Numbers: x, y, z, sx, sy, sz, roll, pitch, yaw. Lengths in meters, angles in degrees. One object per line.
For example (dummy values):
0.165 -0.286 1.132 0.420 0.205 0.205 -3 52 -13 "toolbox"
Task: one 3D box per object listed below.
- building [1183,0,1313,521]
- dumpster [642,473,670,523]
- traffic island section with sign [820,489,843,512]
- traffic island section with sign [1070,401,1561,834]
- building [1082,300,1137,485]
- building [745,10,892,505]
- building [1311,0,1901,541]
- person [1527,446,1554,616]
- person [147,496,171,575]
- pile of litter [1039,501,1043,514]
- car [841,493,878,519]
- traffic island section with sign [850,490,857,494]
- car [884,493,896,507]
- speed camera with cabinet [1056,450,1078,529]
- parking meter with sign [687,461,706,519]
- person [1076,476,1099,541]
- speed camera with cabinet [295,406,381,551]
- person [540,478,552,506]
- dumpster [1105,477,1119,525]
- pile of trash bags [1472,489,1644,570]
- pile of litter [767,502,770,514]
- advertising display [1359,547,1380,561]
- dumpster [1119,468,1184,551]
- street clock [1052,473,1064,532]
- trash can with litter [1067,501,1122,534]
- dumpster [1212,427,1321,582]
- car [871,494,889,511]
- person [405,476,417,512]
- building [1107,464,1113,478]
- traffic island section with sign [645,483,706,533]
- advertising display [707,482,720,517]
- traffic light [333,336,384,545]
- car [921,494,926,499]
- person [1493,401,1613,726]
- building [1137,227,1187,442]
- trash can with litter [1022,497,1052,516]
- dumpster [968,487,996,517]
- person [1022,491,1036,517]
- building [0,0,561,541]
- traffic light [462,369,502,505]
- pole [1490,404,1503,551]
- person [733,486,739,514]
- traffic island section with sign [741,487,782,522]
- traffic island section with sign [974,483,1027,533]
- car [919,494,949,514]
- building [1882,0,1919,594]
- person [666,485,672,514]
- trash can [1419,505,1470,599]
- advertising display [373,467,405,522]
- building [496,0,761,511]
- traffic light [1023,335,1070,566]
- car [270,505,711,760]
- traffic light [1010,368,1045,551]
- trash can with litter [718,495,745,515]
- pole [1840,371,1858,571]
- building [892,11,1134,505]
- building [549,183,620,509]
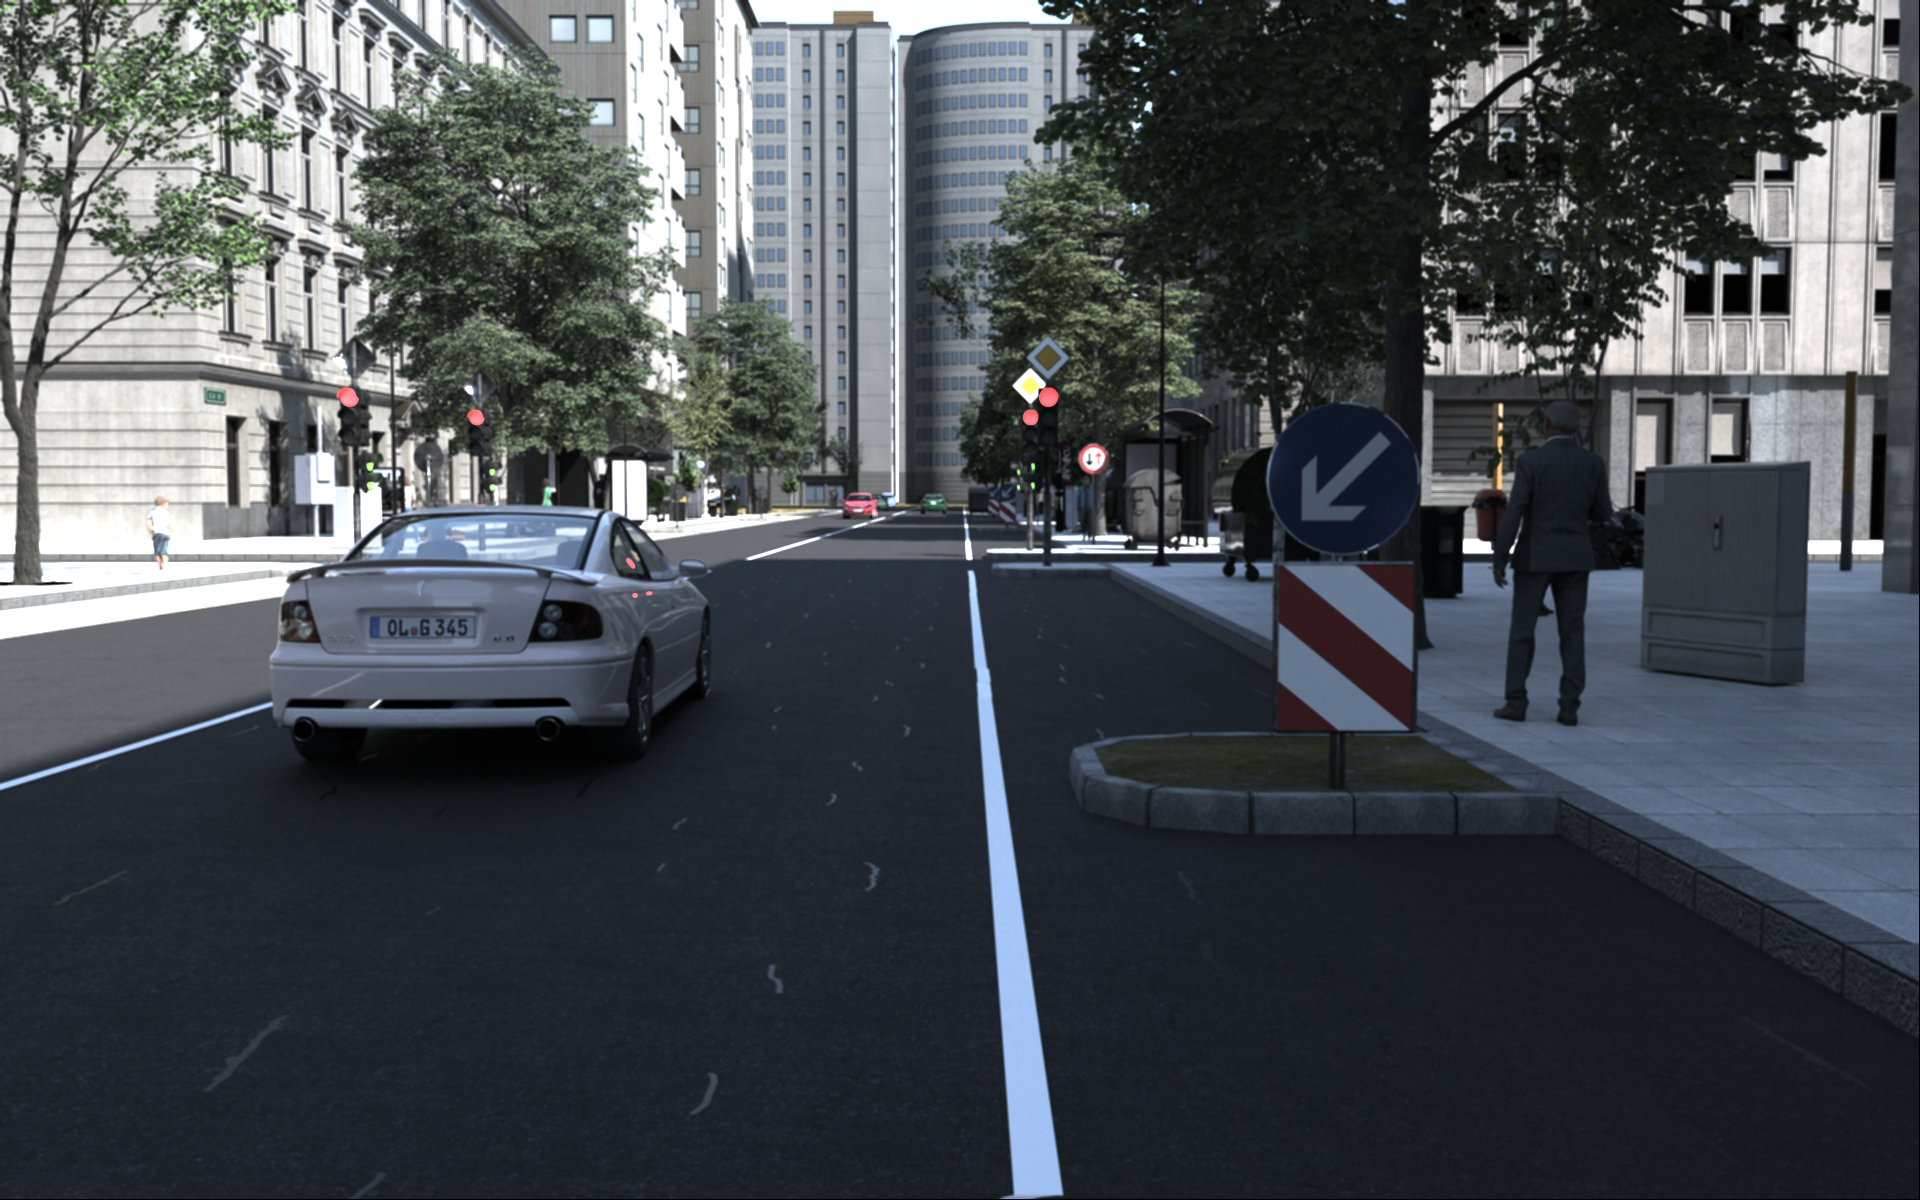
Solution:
18.163 -17.541 84.060 12.463 27.353 25.104 0 3 0 "building"
-13.919 -4.613 77.918 1.502 2.255 1.985 0 4 0 "dumpster"
-10.285 -8.076 140.666 1.989 1.847 2.006 0 3 0 "traffic island section with sign"
1.545 0.024 8.235 1.989 1.847 2.006 0 3 0 "traffic island section with sign"
26.509 -19.741 167.801 27.650 21.520 28.899 0 3 0 "building"
-22.120 -41.175 215.205 28.212 58.520 21.231 0 3 0 "building"
21.754 -14.308 51.950 19.932 24.808 12.078 0 3 0 "building"
6.168 -0.734 18.314 0.573 1.790 0.520 -1 4 -18 "person"
-12.655 -1.018 27.365 0.332 1.250 0.352 0 4 -5 "person"
5.052 -5.855 109.694 1.719 0.858 1.176 0 4 -7 "pile of litter"
-5.827 -5.612 100.799 2.155 1.783 4.494 0 4 0 "car"
-10.244 -9.732 167.749 1.989 1.847 2.006 0 3 0 "traffic island section with sign"
-7.948 -11.016 189.695 1.945 1.707 3.694 0 4 -1 "car"
4.020 -4.314 64.869 0.660 3.252 2.038 0 4 -3 "speed camera with cabinet"
-13.675 -5.712 89.658 0.543 3.016 1.738 1 4 10 "parking meter with sign"
3.470 -2.503 47.303 0.601 1.785 0.444 1 4 14 "person"
-14.313 -2.786 39.888 0.660 3.252 2.038 2 4 28 "speed camera with cabinet"
-13.632 -3.111 57.157 0.529 1.795 0.600 0 4 -6 "person"
5.202 -3.287 59.497 1.264 1.857 1.865 0 3 0 "dumpster"
10.629 -1.242 30.056 3.447 1.369 1.912 0 4 1 "pile of trash bags"
-12.907 -6.021 112.400 1.176 0.858 1.719 -1 4 -9 "pile of litter"
7.551 -1.604 31.442 0.123 1.923 0.974 -2 4 -23 "advertising display"
4.410 -2.066 39.530 1.264 1.857 1.865 0 3 0 "dumpster"
3.357 -3.306 58.623 0.471 2.002 0.358 -3 4 -36 "street clock"
4.551 -2.804 56.902 2.233 1.210 1.678 0 4 -3 "trash can with litter"
4.681 -1.441 26.051 1.502 2.255 1.985 0 3 0 "dumpster"
-6.985 -8.165 145.287 2.131 1.459 4.920 0 3 0 "car"
-14.463 -2.372 45.416 0.643 1.750 0.593 3 5 41 "person"
23.615 -50.302 135.107 22.319 86.520 31.000 0 3 0 "building"
-10.395 -3.357 63.511 1.989 1.847 2.006 0 3 0 "traffic island section with sign"
-13.583 -5.510 95.299 0.974 1.923 0.123 0 4 2 "advertising display"
-10.723 -2.561 30.788 0.839 4.253 0.868 0 3 0 "traffic light"
-2.717 -9.439 164.113 2.009 1.686 4.222 0 4 1 "car"
3.321 -0.219 9.807 0.661 1.801 0.590 0 4 -5 "person"
16.779 -15.319 105.219 10.420 20.320 16.860 0 3 0 "building"
4.518 -5.492 100.850 2.233 1.210 1.678 0 4 7 "trash can with litter"
1.419 -6.256 110.494 1.865 1.857 1.264 0 4 1 "dumpster"
3.924 -5.594 97.682 0.721 1.800 0.419 2 4 30 "person"
-28.493 -17.817 67.724 17.030 29.872 44.131 0 3 0 "building"
-10.712 -3.049 38.773 0.839 4.253 0.868 0 3 0 "traffic light"
12.137 -2.772 39.170 0.158 3.312 0.155 0 3 0 "pole"
-14.801 -6.550 112.989 0.795 1.843 0.661 0 4 -4 "person"
-10.347 -5.005 90.466 1.989 1.847 2.006 0 3 0 "traffic island section with sign"
1.624 -3.392 64.087 1.989 1.847 2.006 0 3 0 "traffic island section with sign"
-1.867 -6.856 123.900 2.131 1.459 4.920 0 3 0 "car"
21.764 -12.269 5.117 19.350 26.468 34.151 0 3 0 "building"
-18.756 -6.493 112.073 0.748 1.841 0.638 0 4 7 "person"
5.916 -0.598 21.435 0.748 1.137 0.748 0 3 0 "trash can"
-13.836 -2.236 41.775 0.974 1.923 0.123 1 4 16 "advertising display"
-34.497 -35.342 167.078 27.495 52.752 28.713 0 3 0 "building"
1.538 -2.561 30.787 0.839 4.253 0.868 0 3 0 "traffic light"
-2.667 0.100 10.721 2.083 1.381 4.827 0 4 -2 "car"
1.549 -3.049 38.772 0.839 4.253 0.868 0 3 0 "traffic light"
-13.837 -5.702 104.289 2.233 1.210 1.678 -1 4 -9 "trash can with litter"
14.836 -2.144 28.904 0.158 3.312 0.155 0 3 0 "pole"
6.404 -41.171 215.151 28.212 58.520 21.231 0 3 0 "building"
-28.276 -14.152 98.845 16.820 18.784 16.811 0 3 0 "building"
